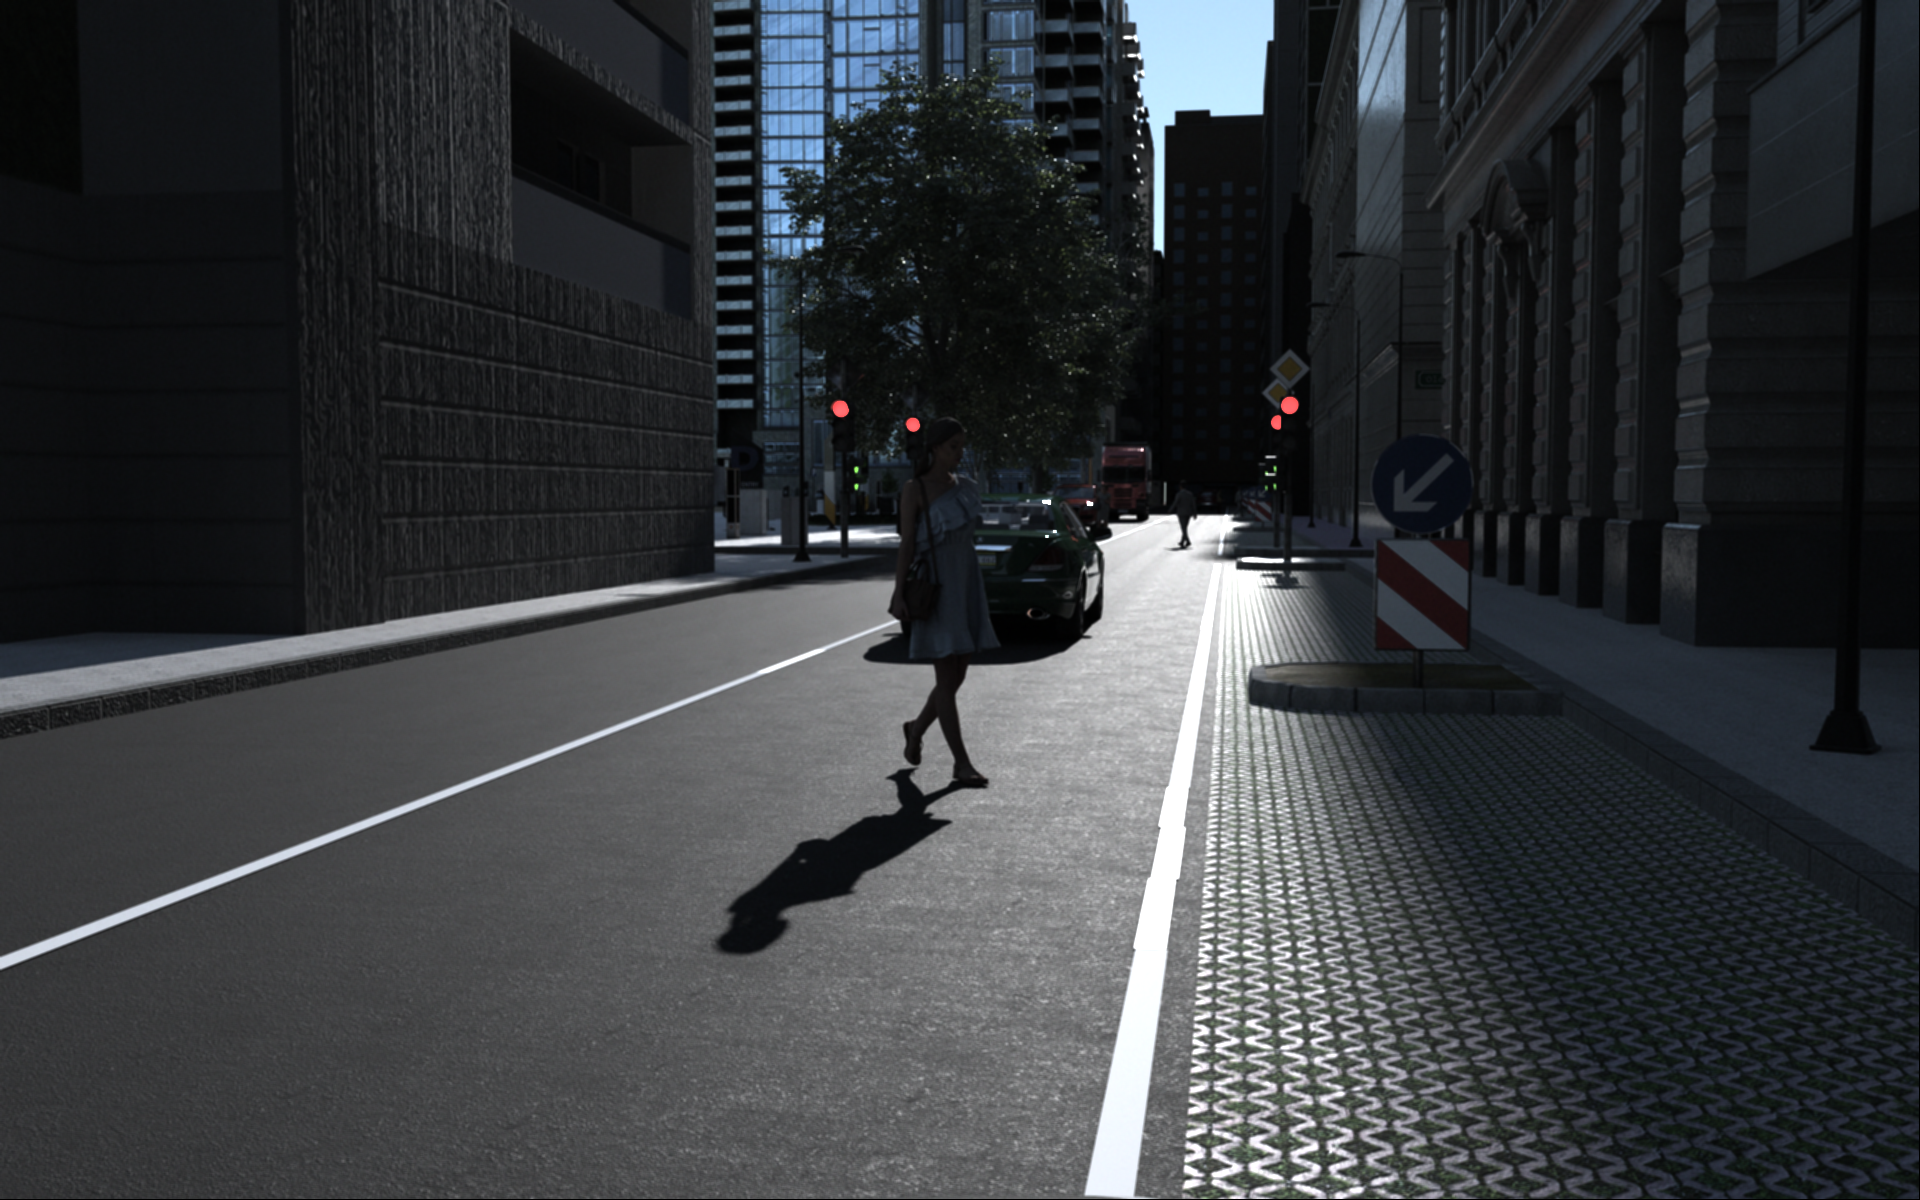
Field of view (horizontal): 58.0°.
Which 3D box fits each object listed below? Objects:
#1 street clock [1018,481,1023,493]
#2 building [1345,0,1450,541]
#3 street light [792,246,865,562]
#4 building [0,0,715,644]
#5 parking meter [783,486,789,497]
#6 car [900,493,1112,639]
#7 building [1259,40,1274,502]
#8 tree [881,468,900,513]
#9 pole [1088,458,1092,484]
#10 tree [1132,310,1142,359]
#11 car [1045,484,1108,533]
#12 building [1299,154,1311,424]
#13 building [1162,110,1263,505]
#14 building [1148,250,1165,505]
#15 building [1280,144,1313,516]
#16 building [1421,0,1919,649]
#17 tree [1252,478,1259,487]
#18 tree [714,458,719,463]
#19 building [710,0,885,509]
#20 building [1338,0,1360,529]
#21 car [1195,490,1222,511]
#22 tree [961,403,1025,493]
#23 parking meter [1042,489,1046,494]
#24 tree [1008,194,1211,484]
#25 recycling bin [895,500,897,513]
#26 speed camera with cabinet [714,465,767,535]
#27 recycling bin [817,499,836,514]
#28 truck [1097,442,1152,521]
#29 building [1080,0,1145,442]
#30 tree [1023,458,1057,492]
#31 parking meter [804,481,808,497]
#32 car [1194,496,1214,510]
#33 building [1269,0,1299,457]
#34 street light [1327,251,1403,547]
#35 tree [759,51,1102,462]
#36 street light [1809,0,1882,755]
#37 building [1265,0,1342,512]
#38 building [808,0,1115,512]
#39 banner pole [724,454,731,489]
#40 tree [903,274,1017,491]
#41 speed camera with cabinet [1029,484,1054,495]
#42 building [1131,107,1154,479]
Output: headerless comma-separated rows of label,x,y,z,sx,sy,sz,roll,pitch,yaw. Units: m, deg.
street clock,3.450,-5.785,99.151,0.358,2.002,0.471,1,4,9
building,32.811,-16.419,44.862,44.131,29.872,17.030,1,4,9
street light,-2.465,-3.676,32.638,1.470,5.913,1.316,1,4,9
building,-18.572,-29.511,24.511,28.212,58.520,21.231,1,4,9
parking meter,-11.989,-6.956,119.434,0.399,1.863,0.255,1,4,15
car,0.533,-0.420,18.659,2.131,1.459,4.920,1,4,9
building,41.849,-33.860,177.316,21.300,48.544,21.600,1,4,9
tree,-4.980,-7.531,117.727,1.663,3.219,1.824,0,3,0
pole,7.119,-6.165,94.641,0.158,3.312,0.155,0,3,0
tree,3.482,-10.590,79.802,9.857,13.997,8.962,0,3,0
car,4.355,-3.428,64.717,2.281,1.827,5.304,1,4,11
building,23.570,-15.431,88.455,11.583,22.565,21.152,1,4,9
building,31.459,-33.927,204.819,14.200,45.320,14.600,1,4,9
building,17.470,-26.650,207.420,14.107,30.474,14.160,1,4,9
building,26.327,-16.942,106.683,12.332,23.373,15.834,1,4,9
building,12.330,-11.826,22.230,11.050,23.489,19.941,1,4,9
tree,33.271,-12.081,192.126,1.663,3.219,1.824,0,3,0
tree,-14.495,-6.615,91.869,4.285,4.588,4.351,0,3,0
building,-23.380,-53.413,185.967,31.000,86.520,22.319,1,4,9
building,20.092,-14.136,67.276,11.583,22.565,21.152,1,4,9
car,21.100,-8.468,147.117,2.281,1.827,5.304,1,4,8
tree,1.793,-8.944,96.593,4.360,8.622,3.978,0,3,0
parking meter,3.848,-4.432,80.873,0.372,1.533,0.369,0,3,0
tree,8.986,-15.484,109.052,12.611,20.169,13.585,0,3,0
recycling bin,-3.284,-5.138,96.554,0.722,1.027,0.722,0,4,-2
speed camera with cabinet,-7.099,-3.663,54.233,2.038,3.252,0.660,1,4,12
recycling bin,-6.357,-4.274,82.438,0.722,1.027,0.722,-2,4,-27
truck,9.208,-6.532,95.708,2.839,4.237,11.283,0,4,7
building,5.821,-33.289,163.883,23.786,49.044,30.456,1,4,9
tree,4.244,-5.770,88.939,1.663,3.219,1.824,0,3,0
parking meter,-6.964,-4.367,77.115,0.255,1.863,0.399,3,5,42
car,22.110,-9.078,157.213,1.959,1.807,4.718,1,4,10
building,38.123,-37.335,152.431,21.231,58.520,28.212,1,4,9
street light,7.862,-3.709,33.182,1.470,5.913,1.316,1,4,9
tree,-0.531,-8.740,49.554,9.857,13.997,8.962,0,3,0
street light,3.914,-2.206,8.610,1.470,5.913,1.316,1,4,9
building,33.530,-42.190,128.057,20.563,71.187,20.611,1,4,9
building,1.210,-50.137,132.416,22.319,86.520,31.000,1,4,9
banner pole,-14.521,-7.255,108.639,0.863,3.779,0.401,3,5,43
tree,0.379,-6.538,57.257,4.737,8.622,4.395,0,3,0
speed camera with cabinet,4.880,-6.517,100.892,0.660,3.252,2.038,3,5,44
building,13.679,-30.733,186.080,14.086,41.232,14.154,1,4,9
